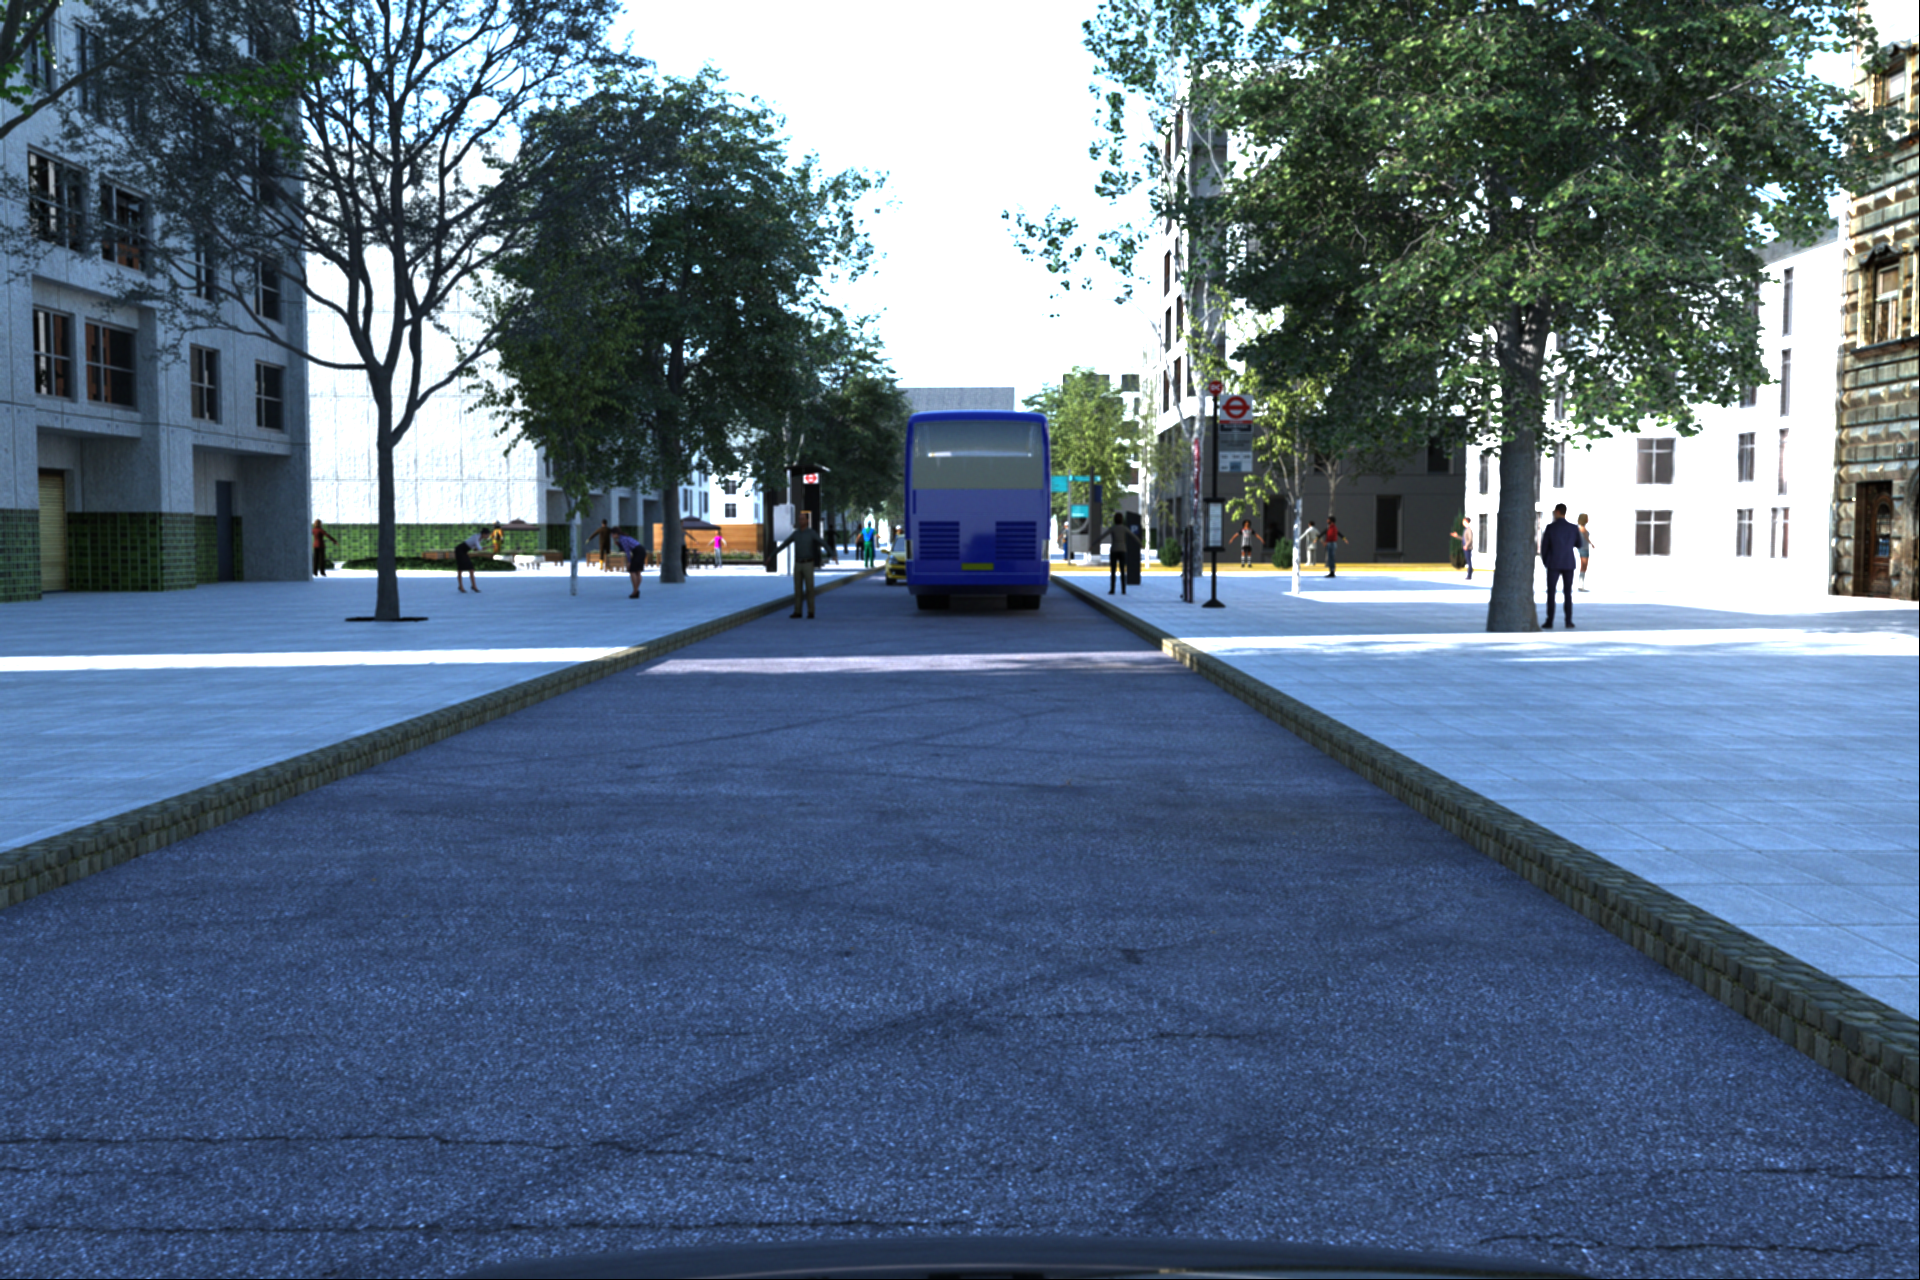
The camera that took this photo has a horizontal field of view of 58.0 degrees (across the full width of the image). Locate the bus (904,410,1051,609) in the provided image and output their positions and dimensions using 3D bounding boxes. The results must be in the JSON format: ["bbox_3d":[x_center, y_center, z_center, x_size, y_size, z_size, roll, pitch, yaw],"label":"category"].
[{"bbox_3d":[0.403,-2.707,35.806,2.896,3.916,12.251,0,4,1],"label":"bus"}]

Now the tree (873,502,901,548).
[{"bbox_3d":[-6.692,-13.053,163.774,4.360,8.622,3.978,0,3,0],"label":"tree"}]

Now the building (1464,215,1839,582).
[{"bbox_3d":[23.981,-6.823,53.706,9.099,9.664,28.070,0,4,1],"label":"building"}]

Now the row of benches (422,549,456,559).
[{"bbox_3d":[-21.495,-3.472,72.225,1.422,0.672,4.104,0,4,2],"label":"row of benches"}]

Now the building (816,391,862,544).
[{"bbox_3d":[-22.368,-22.251,230.257,16.747,18.905,31.486,0,4,1],"label":"building"}]

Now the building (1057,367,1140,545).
[{"bbox_3d":[26.574,-23.464,227.606,27.936,21.610,32.646,0,4,1],"label":"building"}]

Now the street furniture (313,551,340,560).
[{"bbox_3d":[-30.657,-3.946,71.370,11.010,1.723,9.812,1,4,11],"label":"street furniture"}]

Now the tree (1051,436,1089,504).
[{"bbox_3d":[8.169,-10.918,128.876,4.360,8.622,3.978,0,3,0],"label":"tree"}]

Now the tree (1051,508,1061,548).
[{"bbox_3d":[8.726,-12.860,160.624,4.737,8.622,4.395,0,3,0],"label":"tree"}]

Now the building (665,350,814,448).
[{"bbox_3d":[-26.317,-22.767,203.175,19.493,23.208,18.063,0,4,0],"label":"building"}]

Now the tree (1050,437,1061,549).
[{"bbox_3d":[8.442,-13.126,149.021,8.767,10.594,7.601,-2,4,-25],"label":"tree"}]

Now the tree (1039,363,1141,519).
[{"bbox_3d":[8.450,-12.071,115.490,7.486,12.596,7.792,0,3,0],"label":"tree"}]

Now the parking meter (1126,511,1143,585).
[{"bbox_3d":[4.407,-2.329,43.798,0.399,1.863,0.255,0,4,0],"label":"parking meter"}]

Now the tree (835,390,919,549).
[{"bbox_3d":[-7.452,-15.013,152.116,9.857,13.997,8.962,0,3,0],"label":"tree"}]

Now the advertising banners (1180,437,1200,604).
[{"bbox_3d":[4.290,-2.208,32.283,0.090,3.025,2.074,0,4,0],"label":"advertising banners"}]

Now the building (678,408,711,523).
[{"bbox_3d":[-22.555,-11.262,126.280,9.099,9.664,28.070,0,4,1],"label":"building"}]

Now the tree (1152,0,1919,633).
[{"bbox_3d":[7.214,-7.086,22.509,9.857,13.997,8.962,0,3,0],"label":"tree"}]

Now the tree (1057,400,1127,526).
[{"bbox_3d":[7.409,-8.817,94.514,4.737,8.622,4.395,0,3,0],"label":"tree"}]

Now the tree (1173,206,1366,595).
[{"bbox_3d":[6.922,-5.256,36.294,4.737,8.622,4.395,0,3,0],"label":"tree"}]

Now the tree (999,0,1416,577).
[{"bbox_3d":[7.655,-12.042,52.772,12.611,20.169,13.585,0,3,0],"label":"tree"}]

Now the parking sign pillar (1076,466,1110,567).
[{"bbox_3d":[5.361,-4.920,68.908,1.447,3.967,1.447,0,4,1],"label":"parking sign pillar"}]

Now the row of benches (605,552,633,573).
[{"bbox_3d":[-11.550,-2.679,59.256,1.422,0.672,4.104,0,4,-2],"label":"row of benches"}]

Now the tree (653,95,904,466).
[{"bbox_3d":[-8.886,-13.574,77.822,12.611,20.169,13.585,0,3,0],"label":"tree"}]

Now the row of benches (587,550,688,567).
[{"bbox_3d":[-12.586,-3.161,67.141,4.104,0.672,1.422,1,4,12],"label":"row of benches"}]

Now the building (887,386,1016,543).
[{"bbox_3d":[-0.851,-25.848,256.002,18.063,23.208,19.493,0,4,4],"label":"building"}]

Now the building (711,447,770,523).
[{"bbox_3d":[-24.243,-14.568,180.341,9.099,9.664,28.070,0,4,1],"label":"building"}]

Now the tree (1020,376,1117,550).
[{"bbox_3d":[8.230,-14.165,138.259,9.857,13.997,8.962,0,3,0],"label":"tree"}]

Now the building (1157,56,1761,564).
[{"bbox_3d":[24.107,-15.098,90.834,27.936,21.610,32.646,0,4,1],"label":"building"}]

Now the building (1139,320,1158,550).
[{"bbox_3d":[24.012,-16.485,135.993,16.747,18.905,31.486,0,4,0],"label":"building"}]

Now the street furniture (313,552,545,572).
[{"bbox_3d":[-19.699,-2.806,61.506,10.072,0.657,5.734,1,4,23],"label":"street furniture"}]

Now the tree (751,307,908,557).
[{"bbox_3d":[-7.229,-11.590,96.150,9.857,13.997,8.962,0,3,0],"label":"tree"}]

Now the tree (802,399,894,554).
[{"bbox_3d":[-7.685,-10.841,111.668,7.601,10.594,8.767,0,4,7],"label":"tree"}]

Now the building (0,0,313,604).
[{"bbox_3d":[-26.056,-10.072,31.137,16.747,18.905,31.486,0,3,0],"label":"building"}]

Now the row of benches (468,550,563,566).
[{"bbox_3d":[-17.536,-3.231,68.287,4.104,0.672,1.422,-3,4,-37],"label":"row of benches"}]

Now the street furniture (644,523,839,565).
[{"bbox_3d":[-9.438,-4.076,73.492,11.010,1.723,9.812,1,4,16],"label":"street furniture"}]

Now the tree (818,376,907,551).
[{"bbox_3d":[-7.312,-13.610,132.890,12.009,13.543,11.850,0,3,0],"label":"tree"}]

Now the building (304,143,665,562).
[{"bbox_3d":[-27.385,-13.944,94.446,16.747,18.905,31.486,0,4,1],"label":"building"}]

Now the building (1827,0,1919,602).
[{"bbox_3d":[27.288,-11.950,26.305,19.493,23.208,18.063,0,3,0],"label":"building"}]

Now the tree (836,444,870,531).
[{"bbox_3d":[-7.203,-10.404,120.464,4.360,8.622,3.978,0,3,0],"label":"tree"}]
